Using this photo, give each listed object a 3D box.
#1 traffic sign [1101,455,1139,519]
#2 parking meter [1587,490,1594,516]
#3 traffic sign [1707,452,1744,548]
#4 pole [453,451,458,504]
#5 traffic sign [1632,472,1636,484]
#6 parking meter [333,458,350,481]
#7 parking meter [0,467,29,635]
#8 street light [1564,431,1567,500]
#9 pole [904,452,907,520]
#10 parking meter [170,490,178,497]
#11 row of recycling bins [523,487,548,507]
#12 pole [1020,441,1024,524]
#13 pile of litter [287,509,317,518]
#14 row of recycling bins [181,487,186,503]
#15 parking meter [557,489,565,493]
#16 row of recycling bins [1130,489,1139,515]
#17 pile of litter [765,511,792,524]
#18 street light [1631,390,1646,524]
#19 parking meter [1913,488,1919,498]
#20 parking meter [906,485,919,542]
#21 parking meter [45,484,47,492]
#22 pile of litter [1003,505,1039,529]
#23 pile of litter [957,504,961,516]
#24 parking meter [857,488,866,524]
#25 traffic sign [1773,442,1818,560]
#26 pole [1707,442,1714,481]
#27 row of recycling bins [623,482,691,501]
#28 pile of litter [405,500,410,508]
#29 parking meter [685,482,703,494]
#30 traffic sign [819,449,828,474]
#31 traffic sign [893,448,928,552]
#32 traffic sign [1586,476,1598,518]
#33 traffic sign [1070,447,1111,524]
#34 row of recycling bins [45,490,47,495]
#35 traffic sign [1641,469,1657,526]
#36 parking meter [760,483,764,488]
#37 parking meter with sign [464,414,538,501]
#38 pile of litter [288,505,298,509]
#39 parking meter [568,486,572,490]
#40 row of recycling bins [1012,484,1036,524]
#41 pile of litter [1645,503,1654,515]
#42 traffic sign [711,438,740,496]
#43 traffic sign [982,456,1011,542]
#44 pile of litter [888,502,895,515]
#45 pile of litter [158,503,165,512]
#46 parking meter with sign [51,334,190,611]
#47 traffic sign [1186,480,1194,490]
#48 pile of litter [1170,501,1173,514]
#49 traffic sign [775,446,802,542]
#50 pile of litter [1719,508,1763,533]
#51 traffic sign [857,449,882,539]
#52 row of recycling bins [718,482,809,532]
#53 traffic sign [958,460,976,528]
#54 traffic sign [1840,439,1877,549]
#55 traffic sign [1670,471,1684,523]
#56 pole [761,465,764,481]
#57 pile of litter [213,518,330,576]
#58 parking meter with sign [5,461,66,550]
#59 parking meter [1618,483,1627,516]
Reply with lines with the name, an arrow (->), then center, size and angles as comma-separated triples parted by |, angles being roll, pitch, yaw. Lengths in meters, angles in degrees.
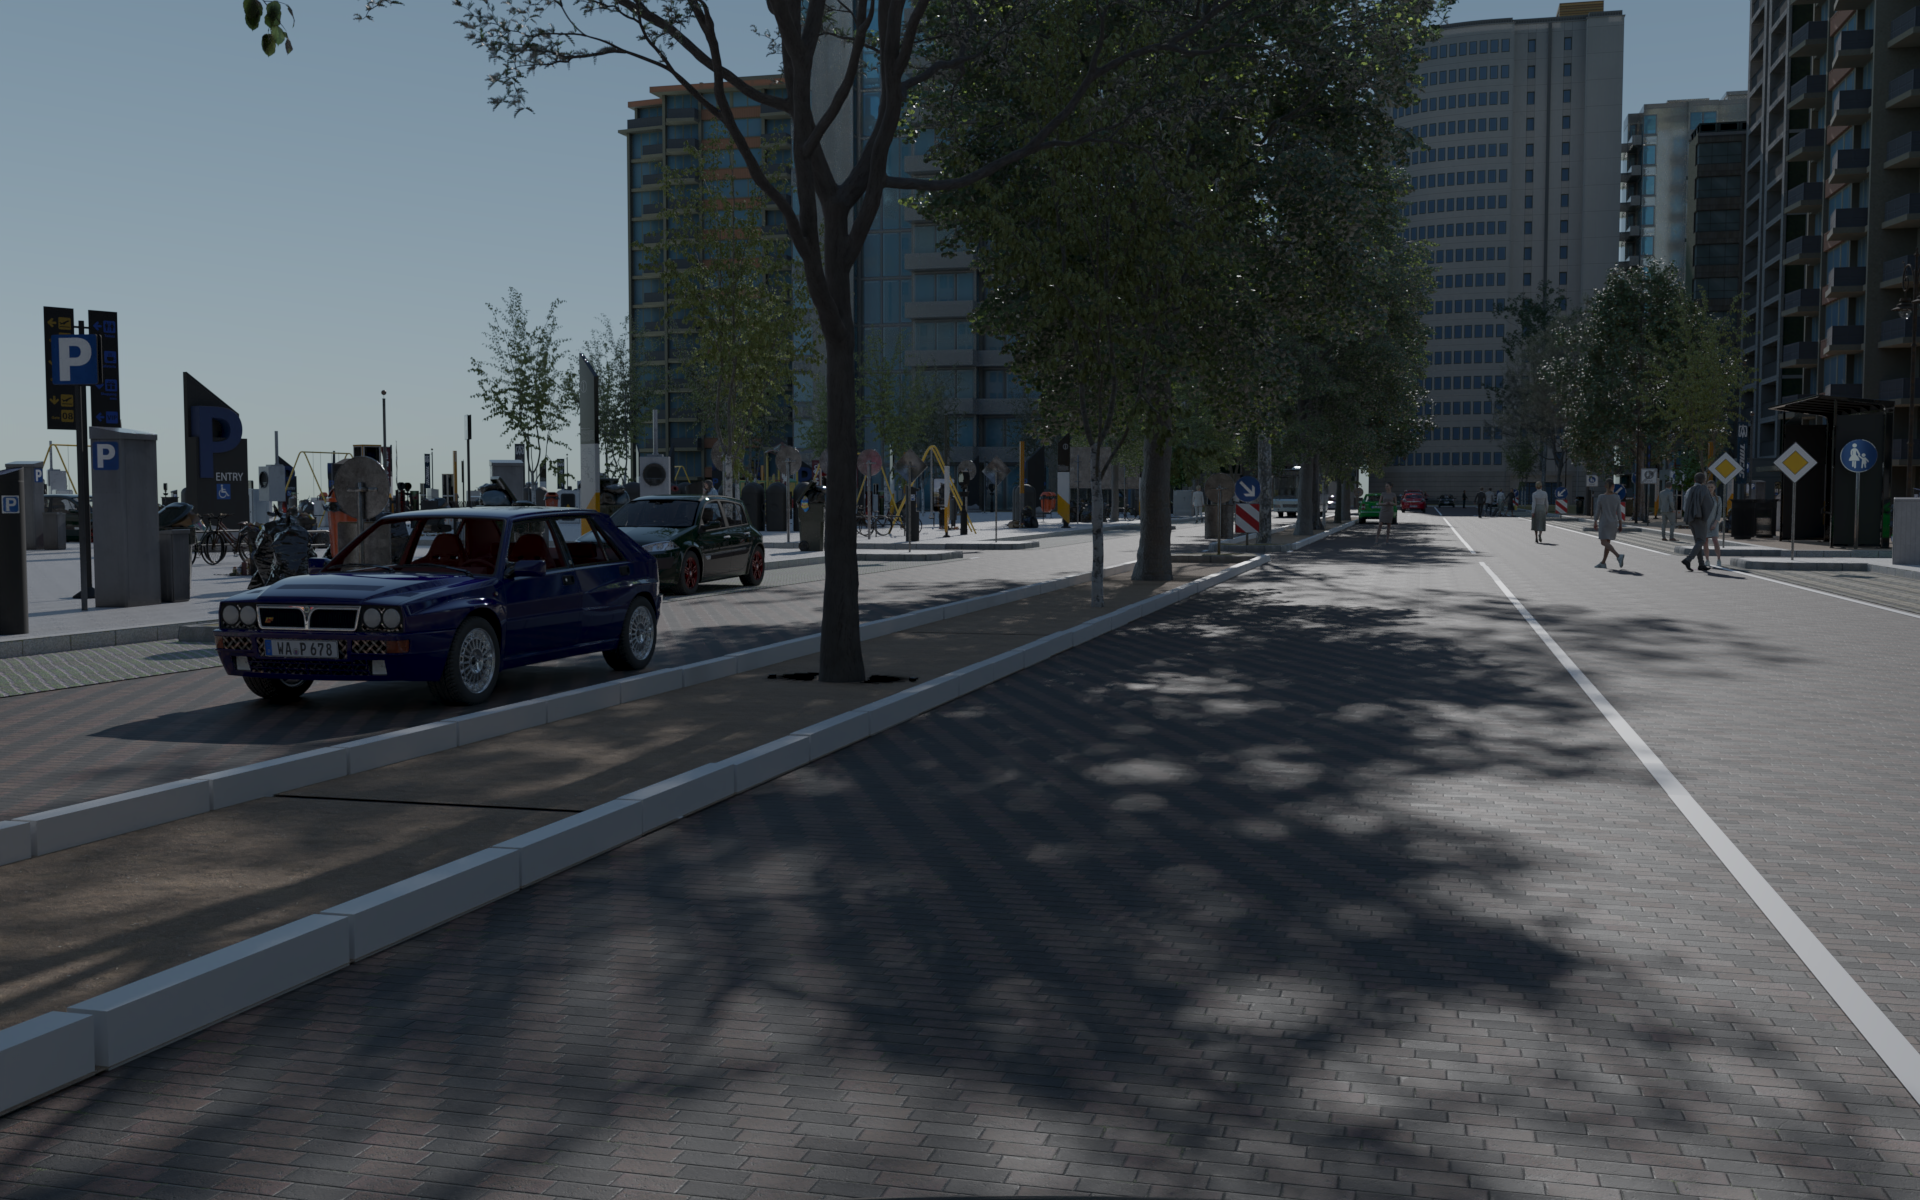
traffic sign -> 8.067, -5.766, 88.139 | 2.265, 3.308, 0.079 | 1, 4, 19
parking meter -> 36.731, -5.659, 100.933 | 0.372, 1.533, 0.369 | 0, 3, 0
traffic sign -> 18.196, -2.299, 41.226 | 0.795, 2.450, 0.064 | 1, 4, 15
pole -> -23.710, -5.354, 81.375 | 0.158, 3.312, 0.155 | 0, 3, 0
traffic sign -> 37.773, -5.890, 96.402 | 0.768, 2.556, 0.104 | 1, 4, 19
parking meter -> -9.967, -1.372, 28.151 | 0.255, 1.863, 0.399 | 1, 4, 9
parking meter -> -8.755, -0.455, 15.849 | 0.372, 1.533, 0.369 | 0, 3, 0
street light -> 39.511, -8.571, 112.927 | 0.468, 5.910, 1.993 | 1, 4, 15
pole -> -2.679, -5.553, 84.630 | 0.158, 3.312, 0.155 | 0, 3, 0
parking meter -> -44.208, -5.445, 97.442 | 0.372, 1.533, 0.369 | 0, 3, 0
row of recycling bins -> -24.747, -5.580, 98.342 | 3.534, 1.692, 1.069 | 2, 4, 34
pole -> 2.398, -4.476, 67.028 | 0.158, 3.312, 0.155 | 0, 3, 0
pile of litter -> -15.443, -1.656, 41.041 | 1.719, 0.858, 1.176 | 0, 4, 5
row of recycling bins -> -44.470, -5.870, 103.090 | 3.534, 1.692, 1.069 | -1, 4, -17
parking meter -> -20.065, -4.818, 87.183 | 0.372, 1.533, 0.369 | 0, 3, 0
row of recycling bins -> 11.402, -6.015, 105.456 | 1.069, 1.692, 3.534 | 2, 4, 34
pile of litter -> -7.959, -3.666, 73.911 | 1.719, 0.858, 1.176 | -1, 4, -13
street light -> 29.434, -6.265, 75.214 | 0.468, 5.910, 1.993 | 1, 4, 15
parking meter -> 39.642, -3.870, 71.683 | 0.372, 1.533, 0.369 | 0, 3, 0
parking meter -> -1.287, -2.355, 46.909 | 0.372, 1.533, 0.369 | 0, 3, 0
parking meter -> -52.253, -5.690, 98.747 | 0.399, 1.863, 0.255 | 1, 4, 22
pile of litter -> 2.269, -3.120, 64.985 | 1.719, 0.858, 1.176 | -3, 4, -39
pile of litter -> -0.084, -5.518, 104.183 | 1.176, 0.858, 1.719 | 3, 4, 36
parking meter -> -4.136, -3.916, 72.433 | 0.372, 1.533, 0.369 | 0, 3, 0
traffic sign -> 16.131, -1.827, 33.511 | 0.795, 2.450, 0.064 | 1, 4, 15
pole -> 29.361, -4.524, 67.808 | 0.158, 3.312, 0.155 | 0, 3, 0
row of recycling bins -> -10.409, -3.230, 59.924 | 1.069, 1.692, 3.534 | 2, 4, 32
pile of litter -> -41.126, -6.987, 128.207 | 1.719, 0.858, 1.176 | -3, 5, -42
parking meter -> -5.488, -1.675, 35.800 | 0.372, 1.533, 0.369 | 0, 3, 0
traffic sign -> -3.516, -2.886, 47.299 | 0.768, 2.556, 0.104 | 1, 4, 22
traffic sign -> -1.103, -2.109, 38.127 | 0.795, 2.450, 0.064 | 1, 4, 15
traffic sign -> 34.346, -5.628, 94.146 | 0.606, 2.300, 0.079 | 1, 4, 20
traffic sign -> 5.406, -4.950, 74.799 | 2.265, 3.308, 0.079 | 1, 4, 17
row of recycling bins -> -51.396, -5.298, 93.732 | 3.534, 1.692, 1.069 | -2, 4, -27
traffic sign -> 27.792, -4.146, 69.910 | 0.606, 2.300, 0.079 | 1, 4, 16
parking meter -> -10.446, -5.185, 90.490 | 0.399, 1.863, 0.255 | 2, 4, 25
parking meter with sign -> -10.042, -2.579, 38.422 | 1.738, 3.016, 0.543 | -1, 4, -23
pile of litter -> -26.598, -3.327, 68.354 | 1.176, 0.858, 1.719 | -1, 4, -10
parking meter -> -28.071, -7.280, 124.742 | 0.255, 1.863, 0.399 | 0, 4, -6
row of recycling bins -> 2.755, -4.146, 74.894 | 1.069, 1.692, 3.534 | 0, 4, 1
pile of litter -> 42.523, -5.698, 107.132 | 1.176, 0.858, 1.719 | 3, 4, 37
traffic sign -> -5.374, -2.414, 39.572 | 0.768, 2.556, 0.104 | 2, 4, 24
traffic sign -> 0.961, -2.581, 45.842 | 0.795, 2.450, 0.064 | 1, 4, 15
pile of litter -> -3.948, -5.519, 104.194 | 1.176, 0.858, 1.719 | -3, 5, -43
pile of litter -> -37.115, -4.093, 80.880 | 1.176, 0.858, 1.719 | -3, 5, -42
parking meter with sign -> -9.523, -1.440, 19.807 | 0.543, 3.016, 1.738 | 1, 4, 9
traffic sign -> 15.877, -7.297, 119.306 | 0.884, 2.594, 0.081 | 1, 4, 17
pile of litter -> 13.612, -5.991, 111.913 | 1.719, 0.858, 1.176 | 2, 4, 32
traffic sign -> -4.584, -2.819, 46.194 | 0.768, 2.556, 0.104 | 1, 4, 19
pile of litter -> 25.845, -2.649, 57.283 | 1.719, 0.858, 1.176 | -1, 4, -12
traffic sign -> -2.569, -2.985, 48.915 | 0.768, 2.556, 0.104 | 1, 4, 18
row of recycling bins -> -6.677, -3.224, 59.818 | 3.534, 1.692, 1.069 | 1, 4, 11
traffic sign -> 0.241, -3.961, 64.862 | 0.768, 2.556, 0.104 | 2, 4, 25
traffic sign -> 20.910, -2.462, 40.353 | 0.768, 2.556, 0.104 | 1, 4, 23
traffic sign -> 31.314, -4.498, 75.672 | 0.606, 2.300, 0.079 | 2, 4, 24
pole -> -14.033, -7.918, 123.298 | 0.158, 3.312, 0.155 | 0, 3, 0
pile of litter -> -10.967, -0.825, 27.458 | 1.719, 0.858, 1.176 | 2, 4, 25
parking meter with sign -> -21.521, -2.666, 39.853 | 1.738, 3.016, 0.543 | 0, 4, 4
parking meter -> 36.301, -5.459, 94.963 | 0.255, 1.863, 0.399 | -2, 4, -32
